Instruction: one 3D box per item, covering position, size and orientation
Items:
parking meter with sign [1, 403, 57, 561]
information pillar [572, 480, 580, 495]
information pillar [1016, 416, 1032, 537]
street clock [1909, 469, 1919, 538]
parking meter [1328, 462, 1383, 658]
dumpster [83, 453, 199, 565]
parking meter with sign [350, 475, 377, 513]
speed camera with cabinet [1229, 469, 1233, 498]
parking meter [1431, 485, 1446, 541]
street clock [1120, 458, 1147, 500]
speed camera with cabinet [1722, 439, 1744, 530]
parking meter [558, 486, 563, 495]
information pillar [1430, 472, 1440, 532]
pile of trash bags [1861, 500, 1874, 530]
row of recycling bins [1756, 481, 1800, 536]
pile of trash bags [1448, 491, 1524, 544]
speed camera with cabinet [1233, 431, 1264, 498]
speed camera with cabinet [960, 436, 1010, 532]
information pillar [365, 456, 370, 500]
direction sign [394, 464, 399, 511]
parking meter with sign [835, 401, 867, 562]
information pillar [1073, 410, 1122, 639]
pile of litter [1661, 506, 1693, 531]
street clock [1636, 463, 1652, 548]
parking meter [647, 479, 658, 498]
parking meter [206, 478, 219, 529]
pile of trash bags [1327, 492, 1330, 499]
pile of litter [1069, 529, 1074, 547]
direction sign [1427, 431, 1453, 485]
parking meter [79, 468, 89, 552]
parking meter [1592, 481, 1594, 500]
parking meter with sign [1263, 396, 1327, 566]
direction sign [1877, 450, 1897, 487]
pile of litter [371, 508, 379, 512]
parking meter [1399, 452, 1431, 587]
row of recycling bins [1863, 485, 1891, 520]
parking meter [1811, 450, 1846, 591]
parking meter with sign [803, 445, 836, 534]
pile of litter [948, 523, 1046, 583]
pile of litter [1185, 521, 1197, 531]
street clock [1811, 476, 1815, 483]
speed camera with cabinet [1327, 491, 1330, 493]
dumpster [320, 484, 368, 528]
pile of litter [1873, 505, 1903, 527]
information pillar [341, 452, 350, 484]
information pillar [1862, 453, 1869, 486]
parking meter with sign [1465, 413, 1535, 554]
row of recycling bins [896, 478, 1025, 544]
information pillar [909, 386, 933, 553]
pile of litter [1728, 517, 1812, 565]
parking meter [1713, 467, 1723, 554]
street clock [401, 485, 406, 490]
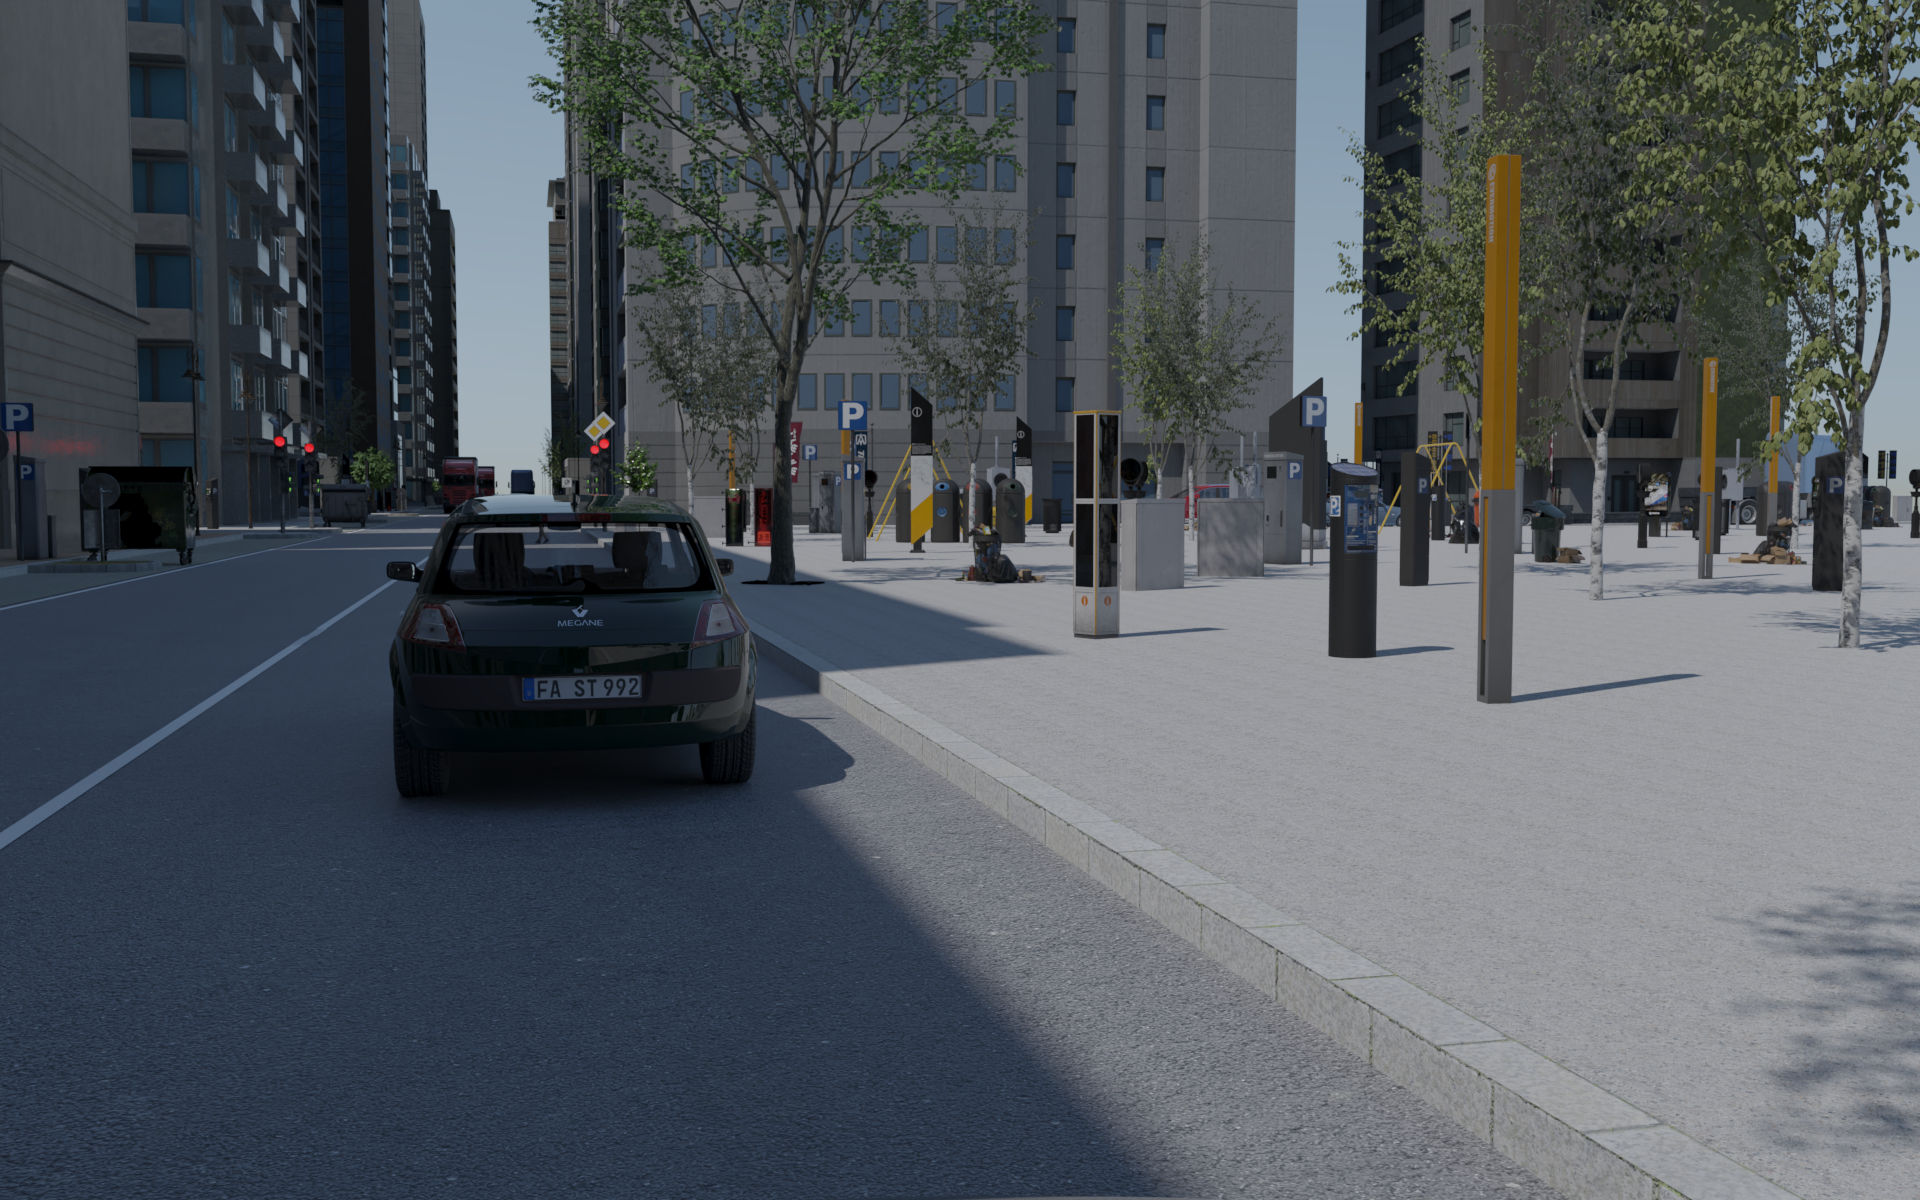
[{"bbox_3d":[-18.164,-2.302,33.896,0.543,3.016,1.738,-1,4,-13],"label":"parking meter with sign"},{"bbox_3d":[-20.049,-5.257,90.442,0.304,2.012,0.304,-3,5,-42],"label":"information pillar"},{"bbox_3d":[1.907,-3.696,51.792,0.504,3.616,0.183,1,4,12],"label":"information pillar"},{"bbox_3d":[27.672,-2.786,50.118,0.358,2.002,0.471,0,4,-2],"label":"street clock"},{"bbox_3d":[3.100,-0.320,13.647,0.372,1.533,0.369,0,3,0],"label":"parking meter"},{"bbox_3d":[-16.409,-1.822,34.735,1.985,2.255,1.502,-1,4,-15],"label":"dumpster"},{"bbox_3d":[-41.005,-7.508,119.019,1.738,3.016,0.543,-1,4,-18],"label":"parking meter with sign"},{"bbox_3d":[10.284,-3.972,59.271,2.038,3.252,0.660,0,4,-3],"label":"speed camera with cabinet"},{"bbox_3d":[13.204,-2.408,47.784,0.372,1.533,0.369,0,3,0],"label":"parking meter"},{"bbox_3d":[3.424,-1.846,34.754,0.471,2.002,0.358,1,4,17],"label":"street clock"},{"bbox_3d":[27.731,-4.190,62.849,0.660,3.252,2.038,0,4,2],"label":"speed camera with cabinet"},{"bbox_3d":[-30.689,-7.807,133.356,0.399,1.863,0.255,0,4,-4],"label":"parking meter"},{"bbox_3d":[15.912,-3.282,58.153,0.304,2.012,0.304,0,4,5],"label":"information pillar"},{"bbox_3d":[31.886,-3.224,62.471,1.912,1.369,3.447,2,4,31],"label":"pile of trash bags"},{"bbox_3d":[25.452,-2.866,53.965,1.069,1.692,3.534,2,4,33],"label":"row of recycling bins"},{"bbox_3d":[13.518,-2.132,44.616,1.912,1.369,3.447,1,4,19],"label":"pile of trash bags"},{"bbox_3d":[9.311,-3.699,54.807,0.660,3.252,2.038,2,4,24],"label":"speed camera with cabinet"},{"bbox_3d":[0.661,-3.955,58.996,2.038,3.252,0.660,-1,4,-17],"label":"speed camera with cabinet"},{"bbox_3d":[-36.863,-7.117,107.712,0.183,3.616,0.504,-3,5,-40],"label":"information pillar"},{"bbox_3d":[-42.654,-8.500,130.967,0.379,3.537,0.876,-2,4,-26],"label":"direction sign"},{"bbox_3d":[-2.024,-2.264,33.275,0.543,3.016,1.738,0,4,-1],"label":"parking meter with sign"},{"bbox_3d":[1.218,-0.668,15.412,0.304,2.012,0.304,-3,4,-39],"label":"information pillar"},{"bbox_3d":[25.499,-2.864,60.791,1.719,0.858,1.176,3,4,37],"label":"pile of litter"},{"bbox_3d":[16.159,-2.226,40.960,0.358,2.002,0.471,0,4,5],"label":"street clock"},{"bbox_3d":[-11.918,-3.753,67.079,0.399,1.863,0.255,0,4,0],"label":"parking meter"},{"bbox_3d":[-27.268,-3.513,63.150,0.255,1.863,0.399,1,4,19],"label":"parking meter"},{"bbox_3d":[32.160,-8.855,154.539,3.447,1.369,1.912,1,4,15],"label":"pile of trash bags"},{"bbox_3d":[3.289,-1.723,42.135,1.176,0.858,1.719,3,5,40],"label":"pile of litter"},{"bbox_3d":[17.268,-4.303,62.358,0.876,3.537,0.379,0,4,7],"label":"direction sign"},{"bbox_3d":[-19.417,-2.015,38.652,0.399,1.863,0.255,2,4,27],"label":"parking meter"},{"bbox_3d":[24.585,-3.732,66.722,0.399,1.863,0.255,0,4,-5],"label":"parking meter"},{"bbox_3d":[5.909,-2.162,31.607,0.543,3.016,1.738,-2,4,-27],"label":"parking meter with sign"},{"bbox_3d":[47.896,-5.965,89.524,0.876,3.537,0.379,1,4,14],"label":"direction sign"},{"bbox_3d":[-42.170,-6.682,123.213,1.719,0.858,1.176,-1,4,-22],"label":"pile of litter"},{"bbox_3d":[6.350,-1.128,24.147,0.399,1.863,0.255,-3,4,-37],"label":"parking meter"},{"bbox_3d":[44.184,-4.721,84.295,1.069,1.692,3.534,0,4,3],"label":"row of recycling bins"},{"bbox_3d":[11.494,-1.051,22.895,0.399,1.863,0.255,0,4,6],"label":"parking meter"},{"bbox_3d":[-4.215,-3.685,56.509,1.738,3.016,0.543,3,4,37],"label":"parking meter with sign"},{"bbox_3d":[0.551,-0.707,25.530,1.176,0.858,1.719,-2,4,-27],"label":"pile of litter"},{"bbox_3d":[8.276,-2.855,60.639,1.176,0.858,1.719,0,4,7],"label":"pile of litter"},{"bbox_3d":[32.515,-3.734,65.622,0.471,2.002,0.358,-1,4,-9],"label":"street clock"},{"bbox_3d":[23.353,-6.833,106.053,2.038,3.252,0.660,-2,4,-27],"label":"speed camera with cabinet"},{"bbox_3d":[-26.027,-3.979,73.277,1.865,1.857,1.264,-1,4,-13],"label":"dumpster"},{"bbox_3d":[35.516,-3.247,67.056,1.176,0.858,1.719,-3,5,-44],"label":"pile of litter"},{"bbox_3d":[-34.387,-6.457,96.923,0.183,3.616,0.504,2,4,32],"label":"information pillar"},{"bbox_3d":[47.416,-6.094,90.990,0.504,3.616,0.183,1,4,18],"label":"information pillar"},{"bbox_3d":[11.725,-2.497,37.085,1.738,3.016,0.543,1,4,19],"label":"parking meter with sign"},{"bbox_3d":[-0.001,-2.355,45.614,3.534,1.692,1.069,1,4,13],"label":"row of recycling bins"},{"bbox_3d":[-0.843,-2.831,37.639,0.504,3.616,0.183,0,4,4],"label":"information pillar"},{"bbox_3d":[14.958,-1.101,31.966,1.176,0.858,1.719,0,4,-4],"label":"pile of litter"},{"bbox_3d":[16.080,-1.911,36.949,0.255,1.863,0.399,1,4,13],"label":"parking meter"},{"bbox_3d":[-43.846,-8.071,136.524,0.358,2.002,0.471,-2,4,-31],"label":"street clock"}]
